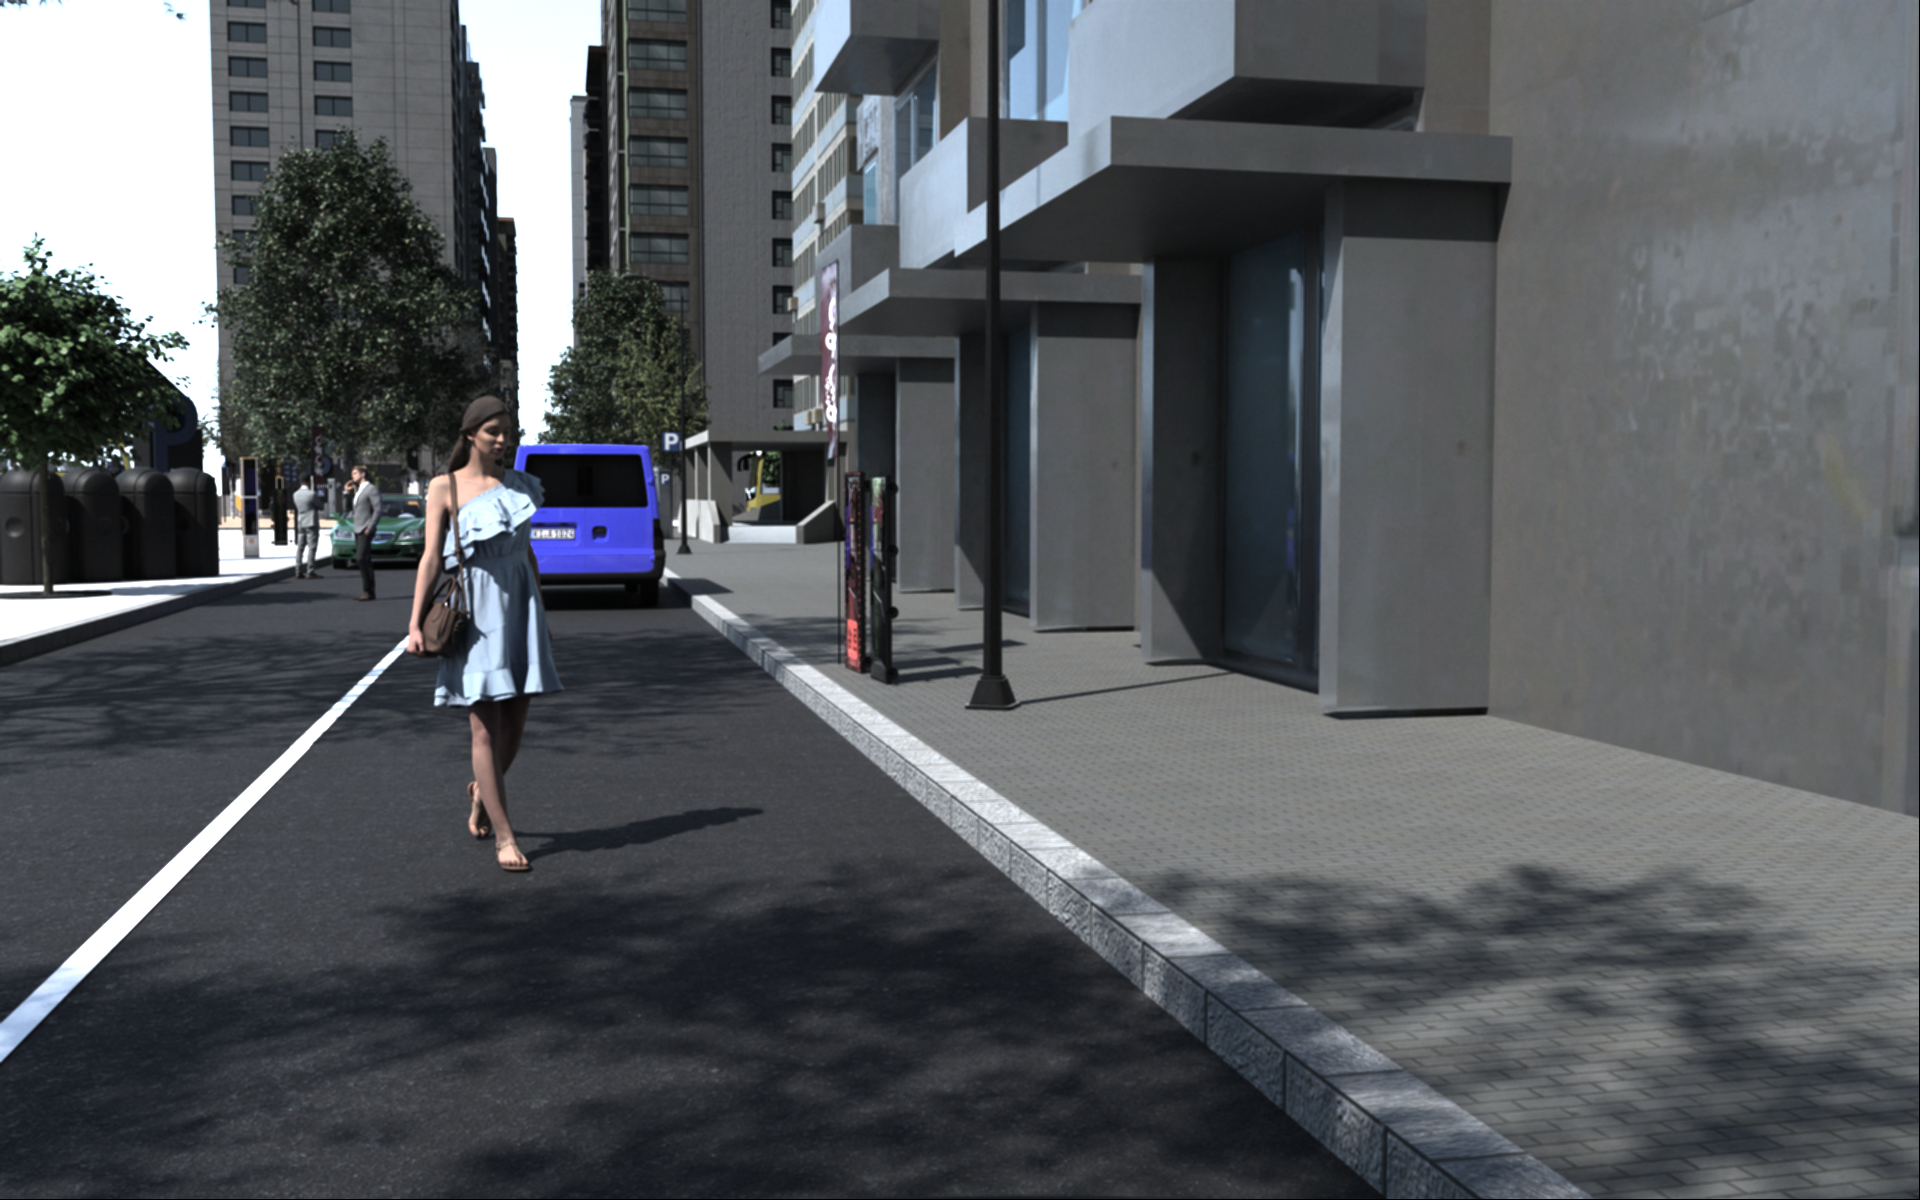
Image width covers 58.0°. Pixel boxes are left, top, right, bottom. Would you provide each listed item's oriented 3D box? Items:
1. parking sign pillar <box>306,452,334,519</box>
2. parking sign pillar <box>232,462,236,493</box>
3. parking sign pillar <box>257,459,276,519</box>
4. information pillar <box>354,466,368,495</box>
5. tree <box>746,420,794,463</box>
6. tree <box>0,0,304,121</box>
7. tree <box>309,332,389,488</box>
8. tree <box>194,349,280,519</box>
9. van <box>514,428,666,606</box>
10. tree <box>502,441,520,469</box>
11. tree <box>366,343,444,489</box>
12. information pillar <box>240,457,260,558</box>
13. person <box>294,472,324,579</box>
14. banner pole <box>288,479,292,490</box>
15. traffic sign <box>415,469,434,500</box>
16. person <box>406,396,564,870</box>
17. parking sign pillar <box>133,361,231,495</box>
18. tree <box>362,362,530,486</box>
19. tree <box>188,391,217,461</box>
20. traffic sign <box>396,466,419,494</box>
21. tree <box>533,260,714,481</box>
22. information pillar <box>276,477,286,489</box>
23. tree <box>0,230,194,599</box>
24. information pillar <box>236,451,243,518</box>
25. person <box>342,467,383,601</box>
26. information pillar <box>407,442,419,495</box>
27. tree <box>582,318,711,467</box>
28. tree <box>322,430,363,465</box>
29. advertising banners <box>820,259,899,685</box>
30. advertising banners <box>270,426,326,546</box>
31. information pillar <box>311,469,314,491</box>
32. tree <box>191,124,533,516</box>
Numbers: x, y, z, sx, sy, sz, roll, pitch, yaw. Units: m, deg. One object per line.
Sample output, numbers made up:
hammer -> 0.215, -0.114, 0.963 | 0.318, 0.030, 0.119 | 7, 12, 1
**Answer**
parking sign pillar -> -32.511, -6.088, 88.009 | 1.447, 3.967, 1.447 | -2, 4, -25
parking sign pillar -> -51.894, -8.280, 123.850 | 1.447, 3.967, 1.447 | 2, 4, 33
parking sign pillar -> -36.595, -6.282, 91.189 | 1.447, 3.967, 1.447 | 1, 4, 12
information pillar -> -15.912, -2.544, 46.086 | 0.304, 2.012, 0.304 | -1, 4, -9
tree -> -7.808, -5.693, 76.797 | 4.285, 4.588, 4.351 | 0, 3, 0
tree -> -8.672, -6.031, 8.972 | 12.009, 13.543, 11.850 | 0, 3, 0
tree -> -25.469, -7.441, 72.019 | 4.737, 8.622, 4.395 | 0, 3, 0
tree -> -36.879, -8.388, 87.505 | 4.360, 8.622, 3.978 | 0, 3, 0
van -> -5.186, -1.177, 23.631 | 2.240, 2.365, 5.245 | -1, 4, -14
tree -> -54.335, -15.835, 209.264 | 4.360, 8.622, 3.978 | 0, 3, 0
tree -> -26.234, -8.108, 82.932 | 4.360, 8.622, 3.978 | 0, 3, 0
information pillar -> -14.288, -1.856, 34.845 | 0.304, 2.012, 0.304 | -2, 4, -28
person -> -11.047, -1.270, 29.442 | 0.511, 1.800, 0.466 | 1, 4, 11
banner pole -> -49.898, -8.500, 128.992 | 0.401, 3.779, 0.863 | 0, 4, -2
traffic sign -> -21.338, -3.998, 69.017 | 0.795, 2.450, 0.064 | -1, 4, -13
person -> -1.888, 0.110, 6.803 | 0.616, 1.811, 0.778 | -2, 4, -32
parking sign pillar -> -15.018, -2.716, 32.880 | 1.447, 3.967, 1.447 | 1, 4, 21
tree -> -32.760, -10.941, 113.303 | 8.767, 10.594, 7.601 | 1, 4, 18
tree -> -53.680, -10.355, 119.663 | 4.737, 8.622, 4.395 | 0, 3, 0
traffic sign -> -19.532, -3.523, 61.238 | 0.795, 2.450, 0.064 | -1, 4, -13
tree -> -16.449, -10.272, 84.947 | 9.611, 12.733, 9.660 | 0, 3, 0
information pillar -> -29.605, -4.346, 75.554 | 0.304, 2.012, 0.304 | 0, 4, 1
tree -> -11.550, -2.323, 21.695 | 4.285, 4.588, 4.351 | 0, 3, 0
information pillar -> -39.145, -6.292, 94.231 | 0.504, 3.616, 0.183 | 1, 4, 9
person -> -8.079, -0.902, 23.430 | 0.473, 1.802, 0.592 | -2, 4, -28
information pillar -> -24.328, -5.245, 77.106 | 0.504, 3.616, 0.183 | 0, 4, -6
tree -> -12.981, -7.543, 73.689 | 4.737, 8.622, 4.395 | 0, 3, 0
tree -> -42.277, -11.635, 124.651 | 8.767, 10.594, 7.601 | -1, 4, -11
advertising banners -> -0.754, -0.996, 12.470 | 0.090, 3.025, 2.074 | -1, 4, -17
advertising banners -> -16.692, -2.910, 43.773 | 0.090, 3.025, 2.074 | 1, 4, 19
information pillar -> -29.679, -5.385, 79.392 | 0.183, 3.616, 0.504 | -1, 4, -16
tree -> -19.171, -8.392, 54.220 | 9.611, 12.733, 9.660 | 0, 3, 0
